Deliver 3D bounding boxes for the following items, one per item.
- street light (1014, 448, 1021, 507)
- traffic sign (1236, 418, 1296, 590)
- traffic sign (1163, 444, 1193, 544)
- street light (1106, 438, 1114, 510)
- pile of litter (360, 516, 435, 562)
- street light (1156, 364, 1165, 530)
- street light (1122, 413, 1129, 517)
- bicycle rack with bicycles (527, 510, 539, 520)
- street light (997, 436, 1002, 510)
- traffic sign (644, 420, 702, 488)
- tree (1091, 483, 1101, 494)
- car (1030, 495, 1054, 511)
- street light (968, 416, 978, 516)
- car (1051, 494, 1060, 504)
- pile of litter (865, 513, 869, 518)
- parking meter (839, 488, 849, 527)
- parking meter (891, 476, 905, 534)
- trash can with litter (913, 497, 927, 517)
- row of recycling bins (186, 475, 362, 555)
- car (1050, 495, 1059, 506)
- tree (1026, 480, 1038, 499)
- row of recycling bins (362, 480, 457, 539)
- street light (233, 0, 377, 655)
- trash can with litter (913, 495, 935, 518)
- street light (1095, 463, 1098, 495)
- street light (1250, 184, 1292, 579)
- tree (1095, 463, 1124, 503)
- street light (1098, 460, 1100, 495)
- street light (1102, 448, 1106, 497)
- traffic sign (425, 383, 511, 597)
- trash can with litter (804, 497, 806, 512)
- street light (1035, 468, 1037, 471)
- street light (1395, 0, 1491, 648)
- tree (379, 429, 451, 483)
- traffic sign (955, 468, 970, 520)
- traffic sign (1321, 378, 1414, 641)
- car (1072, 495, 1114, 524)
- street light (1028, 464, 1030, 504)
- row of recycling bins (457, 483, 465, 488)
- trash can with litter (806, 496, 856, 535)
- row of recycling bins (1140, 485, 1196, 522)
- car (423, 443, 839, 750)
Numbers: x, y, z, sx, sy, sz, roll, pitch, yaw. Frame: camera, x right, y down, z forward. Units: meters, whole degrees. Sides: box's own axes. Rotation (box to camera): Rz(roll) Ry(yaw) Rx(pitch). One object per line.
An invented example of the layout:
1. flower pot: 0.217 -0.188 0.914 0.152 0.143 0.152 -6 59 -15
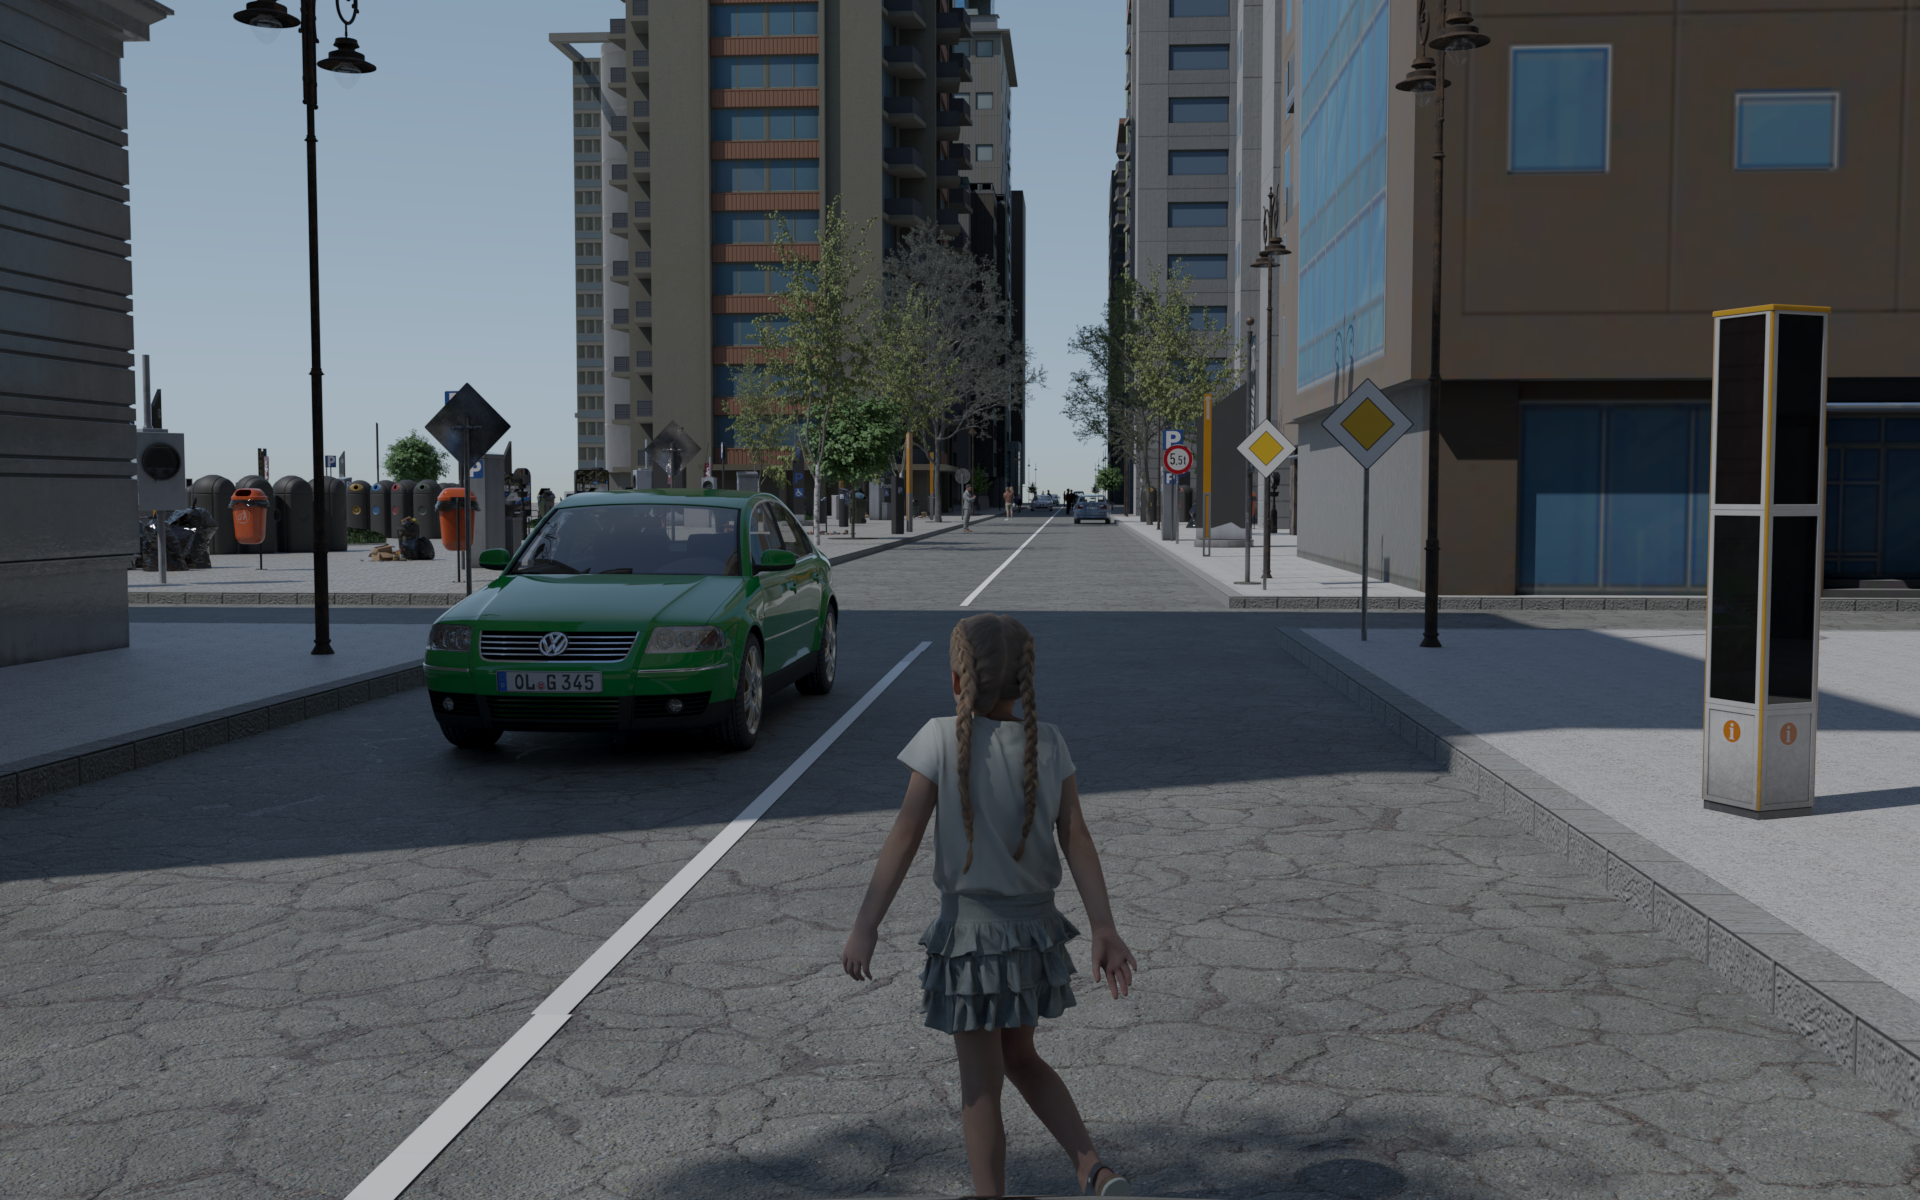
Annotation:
1. street light: 5.521 -12.169 171.751 0.468 5.910 1.993 0 4 4
2. traffic sign: 4.065 -1.188 23.063 0.795 2.450 0.064 0 4 4
3. traffic sign: 5.590 -2.713 44.467 0.768 2.556 0.104 0 4 5
4. street light: 12.126 -10.098 137.888 0.468 5.910 1.993 0 4 4
5. pile of litter: -10.901 -1.197 33.532 1.176 0.858 1.719 3 4 38
6. street light: 7.116 -5.448 61.860 0.468 5.910 1.993 0 4 4
7. street light: 9.783 -7.924 102.342 0.468 5.910 1.993 0 4 4
8. bicycle rack with bicycles: -19.053 -3.602 72.270 2.852 0.926 2.925 1 4 22
9. street light: 3.138 -9.995 136.208 0.468 5.910 1.993 0 4 4
10. traffic sign: -3.910 -1.221 23.614 0.795 2.450 0.064 0 4 4
11. tree: 20.013 -15.853 253.804 1.663 3.219 1.824 0 3 0
12. car: 6.915 -8.207 146.546 2.083 1.381 4.827 0 4 3
13. street light: 0.752 -7.802 100.349 0.468 5.910 1.993 0 4 4
14. car: 13.776 -14.906 255.505 2.131 1.459 4.920 0 4 2
15. pile of litter: -5.459 -4.865 93.500 1.719 0.858 1.176 -2 4 -35
16. parking meter: -4.517 -3.602 67.309 0.372 1.533 0.369 0 3 0
17. parking meter: -1.976 -3.027 55.202 0.399 1.863 0.255 -3 5 -42
18. trash can with litter: -2.267 -5.160 95.754 1.055 1.170 0.624 0 4 0
19. row of recycling bins: -15.000 -1.880 37.844 1.069 1.692 3.534 3 4 36
20. car: 11.393 -12.425 215.513 2.083 1.381 4.827 0 4 5
21. tree: 9.970 -14.914 238.441 1.663 3.219 1.824 0 3 0
22. row of recycling bins: -16.399 -2.638 50.246 3.534 1.692 1.069 2 4 28
23. street light: -5.114 -2.503 13.719 0.468 5.910 1.993 0 4 4
24. trash can with litter: -1.851 -4.922 91.526 2.233 1.210 1.678 -2 4 -25
25. street light: 17.720 -15.208 221.434 0.468 5.910 1.993 0 4 4
26. street light: 4.672 -3.267 26.201 0.468 5.910 1.993 0 4 4
27. tree: 15.617 -12.132 182.070 4.285 4.588 4.351 0 3 0
28. street light: 15.381 -13.034 185.888 0.468 5.910 1.993 0 4 4
29. street light: 14.583 -12.294 173.799 0.468 5.910 1.993 0 4 4
30. traffic sign: -4.442 -0.734 15.647 0.795 2.450 0.064 0 4 4
31. trash can with litter: -8.759 -5.025 93.548 0.624 1.170 1.055 -3 4 -37
32. street light: 11.162 -17.262 255.016 0.468 5.910 1.993 0 4 4
33. street light: 3.956 -2.544 14.375 0.468 5.910 1.993 0 4 4
34. tree: -26.807 -6.187 84.866 4.285 4.588 4.351 0 3 0
35. traffic sign: 0.126 -5.232 85.648 0.768 2.556 0.104 0 4 5
36. traffic sign: 3.533 -0.701 15.096 0.795 2.450 0.064 0 4 4
37. car: 6.454 -4.419 84.261 2.014 1.417 4.499 0 4 6
38. street light: 8.732 -15.088 219.476 0.468 5.910 1.993 0 4 4
39. row of recycling bins: -18.410 -3.451 63.536 1.069 1.692 3.534 0 4 7
40. trash can with litter: -4.054 -2.676 54.803 2.233 1.210 1.678 -3 5 -43
41. row of recycling bins: 9.778 -4.383 78.779 3.534 1.692 1.069 3 4 36
42. car: -1.911 -0.144 11.145 1.959 1.807 4.718 0 4 5
